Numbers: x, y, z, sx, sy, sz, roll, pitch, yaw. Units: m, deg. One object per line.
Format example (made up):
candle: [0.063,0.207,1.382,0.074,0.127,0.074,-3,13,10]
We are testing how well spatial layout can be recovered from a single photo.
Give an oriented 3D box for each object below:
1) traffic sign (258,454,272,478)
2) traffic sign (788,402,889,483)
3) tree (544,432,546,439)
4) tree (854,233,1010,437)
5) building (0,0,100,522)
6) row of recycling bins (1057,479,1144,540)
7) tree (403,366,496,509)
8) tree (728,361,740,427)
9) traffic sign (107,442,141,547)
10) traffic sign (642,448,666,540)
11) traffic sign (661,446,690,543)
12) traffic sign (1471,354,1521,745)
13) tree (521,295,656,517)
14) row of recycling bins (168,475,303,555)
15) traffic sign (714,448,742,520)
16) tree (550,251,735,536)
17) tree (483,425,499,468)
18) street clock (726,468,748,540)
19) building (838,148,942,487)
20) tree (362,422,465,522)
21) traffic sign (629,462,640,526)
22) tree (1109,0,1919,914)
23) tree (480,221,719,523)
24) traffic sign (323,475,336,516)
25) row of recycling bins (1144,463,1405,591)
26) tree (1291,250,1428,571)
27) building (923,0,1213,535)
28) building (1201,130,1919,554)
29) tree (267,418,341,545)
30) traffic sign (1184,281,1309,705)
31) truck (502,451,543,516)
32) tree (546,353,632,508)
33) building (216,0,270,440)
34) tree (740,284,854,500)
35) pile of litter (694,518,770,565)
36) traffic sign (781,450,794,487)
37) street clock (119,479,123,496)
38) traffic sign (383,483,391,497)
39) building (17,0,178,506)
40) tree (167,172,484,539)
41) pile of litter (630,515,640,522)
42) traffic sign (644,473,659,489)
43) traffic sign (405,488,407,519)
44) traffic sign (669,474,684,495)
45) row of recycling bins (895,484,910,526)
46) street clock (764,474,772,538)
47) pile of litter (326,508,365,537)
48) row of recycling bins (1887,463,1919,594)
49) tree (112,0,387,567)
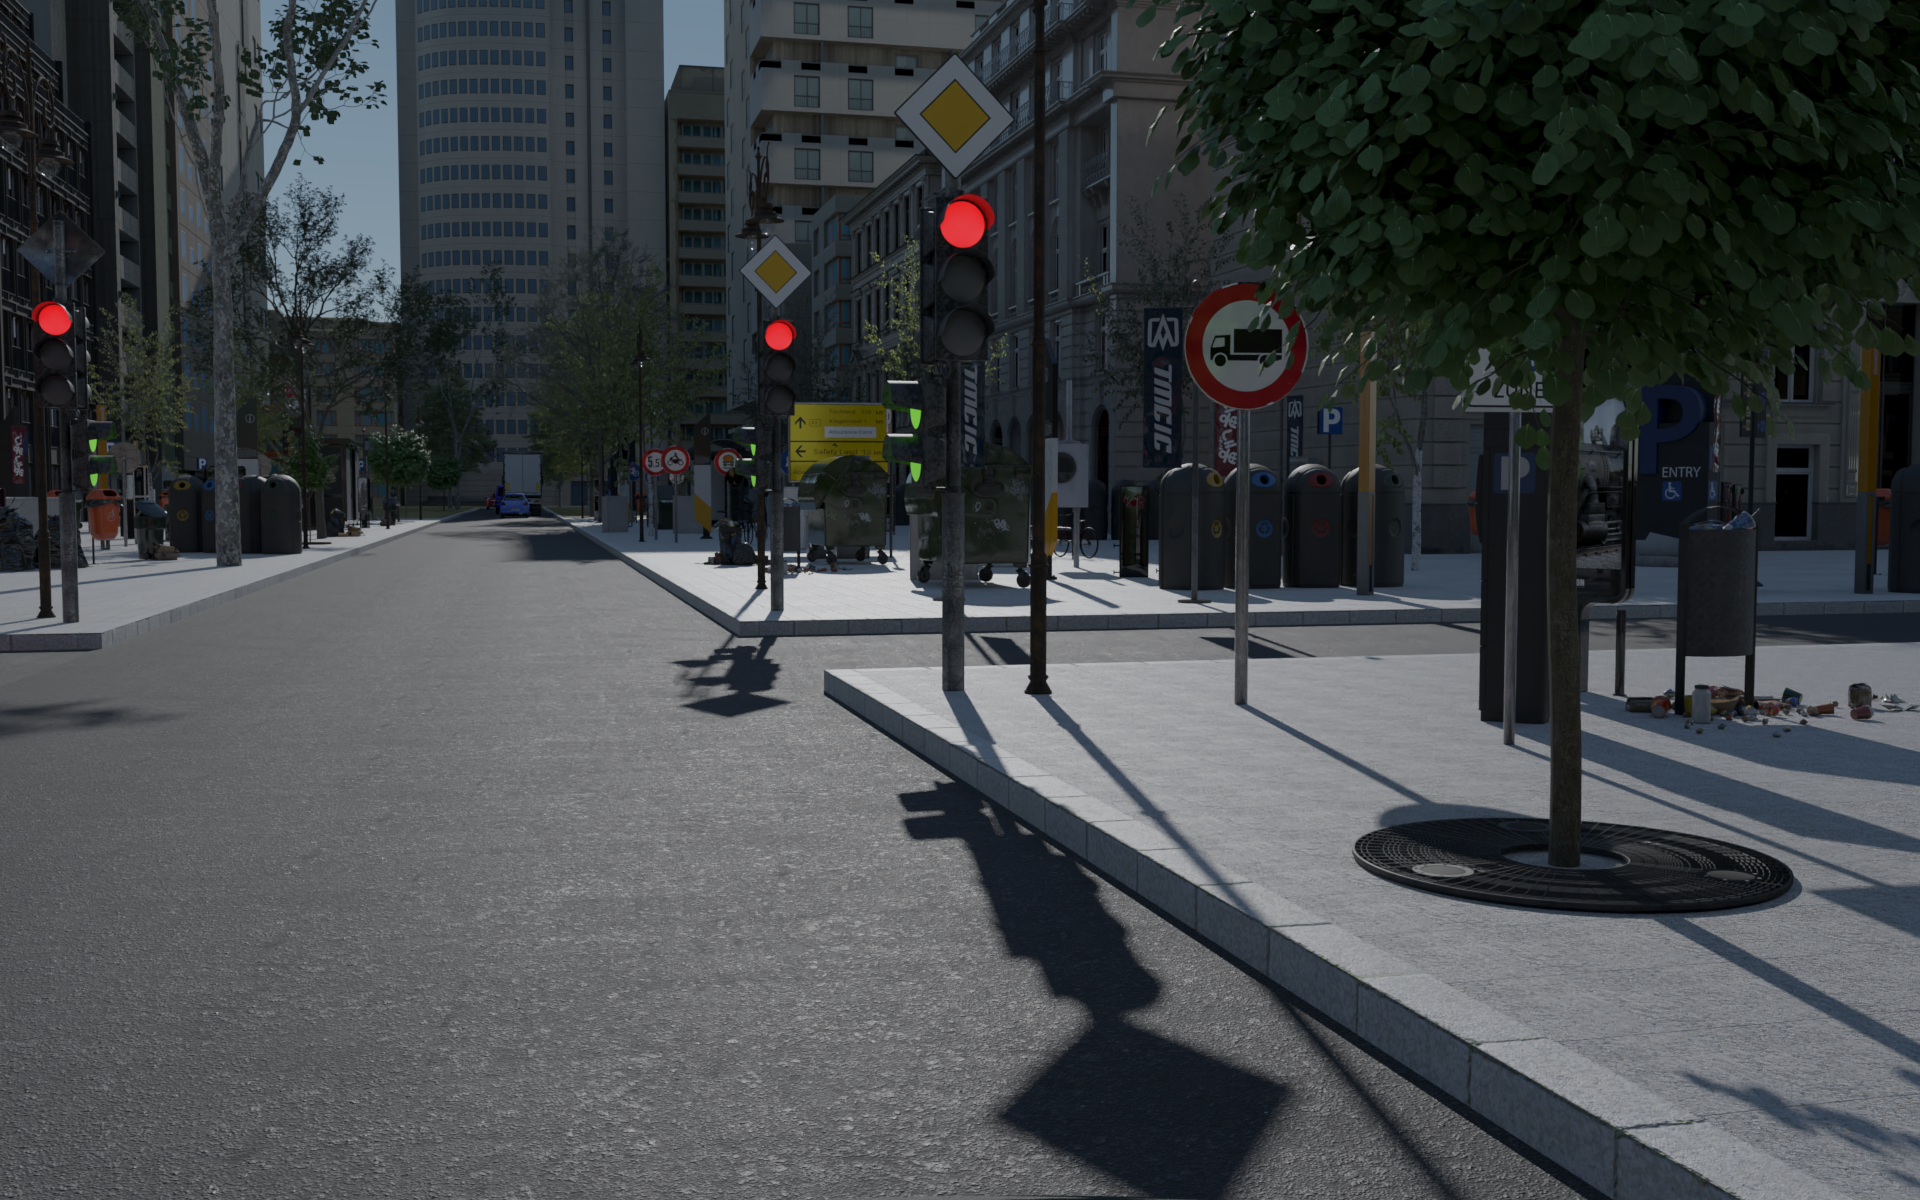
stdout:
traffic sign: [-22.304,-3.366,55.137,0.768,2.556,0.104,-1,4,-13]
traffic sign: [-2.682,-2.729,38.492,2.265,3.308,0.079,-1,4,-11]
tree: [-36.148,-12.687,157.787,4.360,8.622,3.978,0,3,0]
tree: [-0.757,-6.001,48.478,4.360,8.622,3.978,0,3,0]
building: [-44.461,-14.815,71.910,12.332,23.373,15.834,-1,4,-14]
row of recycling bins: [4.204,-2.534,48.545,3.534,1.692,1.069,0,4,-8]
tree: [-44.730,-14.303,151.981,7.486,12.596,7.792,0,3,0]
tree: [-8.980,-8.120,83.127,4.360,8.622,3.978,0,3,0]
traffic sign: [-20.343,-2.572,42.166,0.768,2.556,0.104,-1,4,-12]
traffic sign: [-8.507,-2.956,48.435,0.768,2.556,0.104,0,4,-7]
traffic sign: [-7.475,-2.780,45.563,0.768,2.556,0.104,-1,4,-8]
traffic sign: [2.812,-0.408,8.801,0.606,2.300,0.079,-1,4,-11]
tree: [-20.427,-10.967,97.433,7.486,12.596,7.792,0,3,0]
row of recycling bins: [-15.763,-1.869,37.675,3.534,1.692,1.069,2,4,24]
traffic sign: [-6.423,-2.933,48.067,0.768,2.556,0.104,-1,4,-9]
tree: [-9.274,-6.253,52.607,4.737,8.622,4.395,0,3,0]
tree: [-47.743,-14.110,165.117,8.767,10.594,7.601,0,4,5]
street clock: [-6.157,-2.626,47.503,0.471,2.002,0.358,0,4,2]
building: [0.783,-13.628,87.438,10.561,19.102,19.286,-1,4,-14]
tree: [-25.548,-5.815,78.790,4.285,4.588,4.351,0,3,0]
traffic sign: [-13.107,-4.221,69.115,0.768,2.556,0.104,-1,4,-12]
tree: [2.163,-1.357,5.904,4.285,4.588,4.351,0,3,0]
tree: [-15.963,-10.212,77.333,12.009,13.543,11.850,0,3,0]
traffic sign: [-22.713,-3.777,61.764,0.884,2.594,0.081,-1,4,-11]
row of recycling bins: [4.408,-1.020,23.784,3.534,1.692,1.069,-1,4,-16]
tree: [7.407,-4.797,28.796,4.737,8.622,4.395,0,3,0]
building: [7.716,-13.734,66.348,13.314,21.916,24.055,-1,4,-14]
building: [19.967,-15.115,44.390,25.104,27.353,12.463,-1,4,-14]
tree: [-16.503,-3.026,44.070,1.663,3.219,1.824,0,3,0]
traffic sign: [1.715,-0.636,10.498,0.768,2.556,0.104,0,4,-6]
truck: [-29.725,-7.880,117.743,2.839,4.237,11.283,-1,4,-14]
tree: [-18.646,-8.430,88.187,4.360,8.622,3.978,0,3,0]
building: [-67.338,-32.989,128.606,27.495,52.752,28.713,-1,4,-14]
tree: [-5.244,-6.787,61.334,4.360,8.622,3.978,0,3,0]
pile of litter: [-4.067,-1.078,31.588,1.176,0.858,1.719,-3,5,-43]
traffic sign: [-4.681,-2.964,48.568,0.768,2.556,0.104,0,4,-7]
street clock: [-40.790,-4.881,84.367,0.358,2.002,0.471,-1,4,-20]
traffic sign: [-27.767,-5.029,84.357,0.606,2.300,0.079,-1,4,-10]
building: [-50.752,-19.588,91.963,14.160,30.474,14.107,-1,4,-14]
tree: [-18.387,-7.053,49.723,8.767,10.594,7.601,-1,4,-15]
pile of litter: [-15.420,-4.010,79.536,1.719,0.858,1.176,-1,4,-17]
traffic sign: [-15.854,-5.446,89.146,0.768,2.556,0.104,-1,4,-9]
traffic sign: [-28.416,-5.429,88.768,0.884,2.594,0.081,0,4,-7]
traffic sign: [-14.712,-5.496,89.965,0.768,2.556,0.104,0,4,-5]
row of recycling bins: [-3.608,-3.926,71.307,3.534,1.692,1.069,1,4,21]
street clock: [-5.691,-2.794,50.257,0.471,2.002,0.358,-1,4,-10]
pile of litter: [-18.581,-2.352,52.422,1.176,0.858,1.719,1,4,22]
row of recycling bins: [13.804,-0.976,23.069,3.534,1.692,1.069,-1,4,-21]
tree: [-11.537,-10.664,30.241,12.611,20.169,13.585,0,3,0]
